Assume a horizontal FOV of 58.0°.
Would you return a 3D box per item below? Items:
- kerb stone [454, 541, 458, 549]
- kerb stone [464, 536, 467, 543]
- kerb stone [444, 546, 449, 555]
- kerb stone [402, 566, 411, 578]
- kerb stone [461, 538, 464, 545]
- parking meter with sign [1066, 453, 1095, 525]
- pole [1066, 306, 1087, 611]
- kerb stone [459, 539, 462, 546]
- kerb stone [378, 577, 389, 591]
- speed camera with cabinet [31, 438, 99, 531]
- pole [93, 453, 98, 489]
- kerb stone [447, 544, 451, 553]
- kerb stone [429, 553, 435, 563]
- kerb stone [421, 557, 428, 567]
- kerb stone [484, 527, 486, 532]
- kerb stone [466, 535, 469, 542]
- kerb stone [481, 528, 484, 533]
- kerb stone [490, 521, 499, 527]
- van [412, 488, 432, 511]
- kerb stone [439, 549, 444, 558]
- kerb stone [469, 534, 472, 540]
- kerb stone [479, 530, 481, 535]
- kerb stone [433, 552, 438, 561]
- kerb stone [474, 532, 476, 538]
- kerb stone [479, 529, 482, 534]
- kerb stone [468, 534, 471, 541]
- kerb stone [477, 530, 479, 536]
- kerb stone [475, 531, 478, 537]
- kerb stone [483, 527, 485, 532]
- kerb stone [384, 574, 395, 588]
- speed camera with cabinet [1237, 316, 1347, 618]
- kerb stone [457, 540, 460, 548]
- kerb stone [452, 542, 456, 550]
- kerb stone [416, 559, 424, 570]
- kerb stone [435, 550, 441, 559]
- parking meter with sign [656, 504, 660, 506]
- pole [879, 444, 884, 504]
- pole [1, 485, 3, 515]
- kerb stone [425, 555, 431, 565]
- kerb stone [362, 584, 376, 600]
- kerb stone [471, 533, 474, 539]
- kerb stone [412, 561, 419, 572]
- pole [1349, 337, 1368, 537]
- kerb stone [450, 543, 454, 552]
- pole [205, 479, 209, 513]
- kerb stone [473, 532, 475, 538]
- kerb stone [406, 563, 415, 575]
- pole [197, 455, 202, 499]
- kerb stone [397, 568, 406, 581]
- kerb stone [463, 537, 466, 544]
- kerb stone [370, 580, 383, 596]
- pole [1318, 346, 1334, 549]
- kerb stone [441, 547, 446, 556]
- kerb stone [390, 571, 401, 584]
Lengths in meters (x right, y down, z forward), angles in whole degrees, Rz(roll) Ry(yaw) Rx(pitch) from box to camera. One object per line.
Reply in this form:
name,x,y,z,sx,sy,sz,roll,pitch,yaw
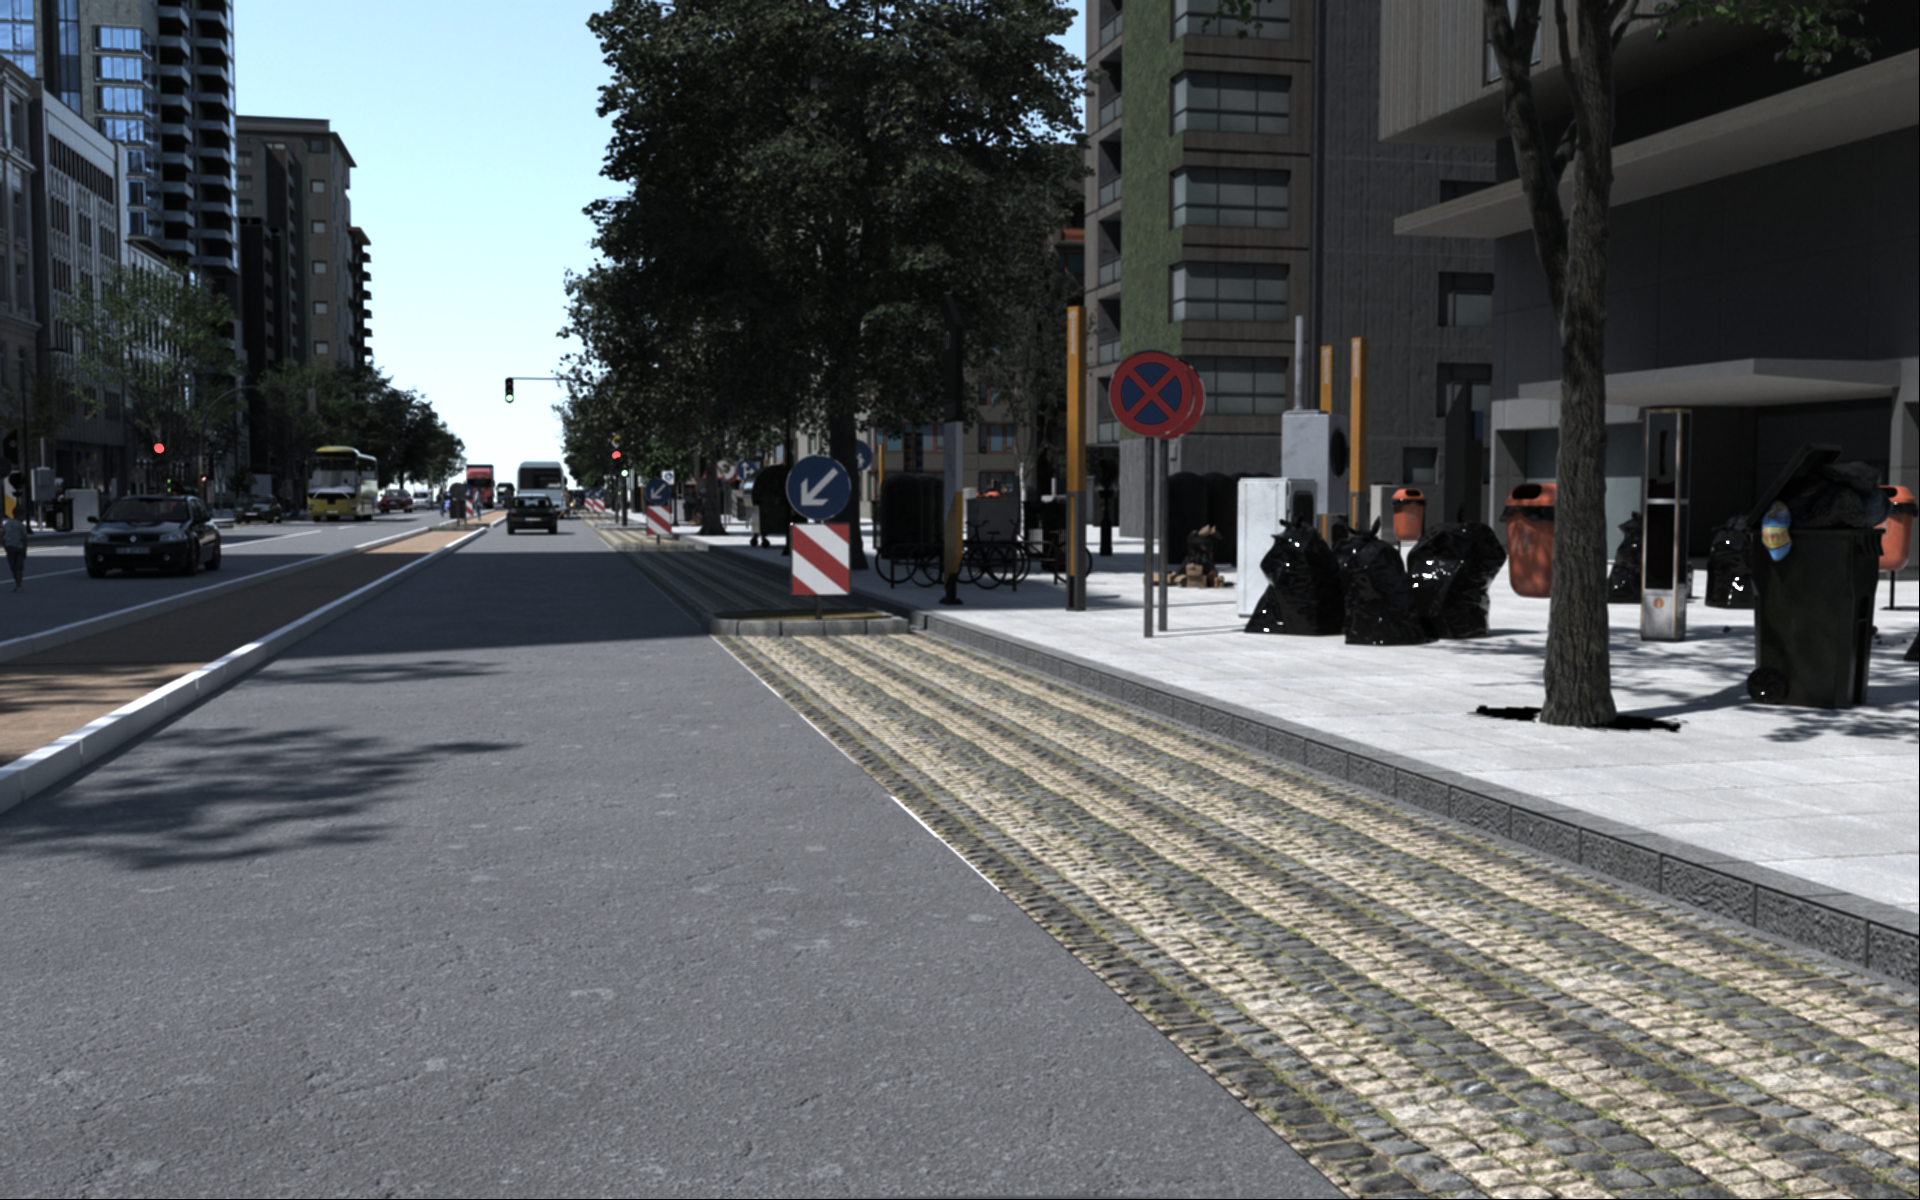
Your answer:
kerb stone,-13.047,-1.362,44.459,0.120,0.150,1.000,-1,4,-13
kerb stone,-14.219,-1.666,49.439,0.120,0.150,1.000,-1,4,-13
kerb stone,-12.095,-1.112,40.481,0.120,0.150,1.000,-1,4,-13
kerb stone,-9.499,-0.443,29.496,0.120,0.150,1.000,-1,4,-13
kerb stone,-13.753,-1.543,47.448,0.120,0.150,1.000,-1,4,-13
parking meter with sign,5.316,-4.681,72.788,1.738,3.016,0.543,0,4,1
pole,1.274,-1.534,18.930,0.158,3.312,0.155,0,3,0
kerb stone,-13.513,-1.484,46.454,0.120,0.150,1.000,-1,4,-13
kerb stone,-8.555,-0.200,25.507,0.120,0.150,1.000,-1,4,-13
speed camera with cabinet,-31.700,-4.098,61.344,2.038,3.252,0.660,-3,4,-36
pole,-42.913,-5.637,86.012,0.158,3.312,0.155,0,3,0
kerb stone,-12.334,-1.179,41.476,0.120,0.150,1.000,-1,4,-13
kerb stone,-10.914,-0.809,35.493,0.120,0.150,1.000,-1,4,-13
kerb stone,-10.444,-0.691,33.493,0.120,0.150,1.000,-1,4,-13
kerb stone,-17.518,-2.520,63.398,0.120,0.150,1.000,-1,4,-13
kerb stone,-14.456,-1.728,50.441,0.120,0.150,1.000,-1,4,-13
kerb stone,-17.042,-2.398,61.406,0.120,0.150,1.000,-1,4,-13
kerb stone,-20.953,-3.402,77.917,0.120,0.150,1.000,-1,4,-13
van,-47.227,-8.864,151.940,2.013,2.044,4.112,-1,4,-12
kerb stone,-11.623,-0.996,38.477,0.120,0.150,1.000,-1,4,-13
kerb stone,-14.927,-1.847,52.438,0.120,0.150,1.000,-1,4,-13
kerb stone,-16.336,-2.215,58.412,0.120,0.150,1.000,-1,4,-13
kerb stone,-11.151,-0.874,36.487,0.120,0.150,1.000,-1,4,-13
kerb stone,-15.646,-2.032,55.419,0.120,0.150,1.000,-1,4,-13
kerb stone,-16.579,-2.276,59.407,0.120,0.150,1.000,-1,4,-13
kerb stone,-14.689,-1.789,51.442,0.120,0.150,1.000,-1,4,-13
kerb stone,-16.102,-2.154,57.415,0.120,0.150,1.000,-1,4,-13
kerb stone,-15.866,-2.093,56.420,0.120,0.150,1.000,-1,4,-13
kerb stone,-17.282,-2.454,62.402,0.120,0.150,1.000,-1,4,-13
kerb stone,-8.791,-0.263,26.502,0.120,0.150,1.000,-1,4,-13
speed camera with cabinet,3.605,-1.486,18.626,0.660,3.252,2.038,2,4,29
kerb stone,-13.279,-1.423,45.456,0.120,0.150,1.000,-1,4,-13
kerb stone,-12.803,-1.301,43.467,0.120,0.150,1.000,-1,4,-13
kerb stone,-10.211,-0.630,32.496,0.120,0.150,1.000,-1,4,-13
kerb stone,-11.387,-0.935,37.483,0.120,0.150,1.000,-1,4,-13
parking meter with sign,-17.548,-6.440,101.553,0.543,3.016,1.738,0,4,3
pole,-3.206,-4.712,70.888,0.158,3.312,0.155,0,3,0
pole,-32.854,-3.995,59.168,0.158,3.312,0.155,0,3,0
kerb stone,-10.679,-0.746,34.489,0.120,0.150,1.000,-1,4,-13
kerb stone,-8.082,-0.081,23.514,0.120,0.150,1.000,-1,4,-13
kerb stone,-15.171,-1.910,53.431,0.120,0.150,1.000,-1,4,-13
kerb stone,-9.981,-0.567,31.488,0.120,0.150,1.000,-1,4,-13
pole,5.216,-1.764,22.690,0.158,3.312,0.155,0,3,0
kerb stone,-12.573,-1.240,42.470,0.120,0.150,1.000,-1,4,-13
pole,-41.137,-6.158,94.519,0.158,3.312,0.155,0,3,0
kerb stone,-15.397,-1.971,54.428,0.120,0.150,1.000,-1,4,-13
kerb stone,-9.739,-0.508,30.493,0.120,0.150,1.000,-1,4,-13
pole,-39.295,-5.851,89.511,0.158,3.312,0.155,0,3,0
kerb stone,-9.262,-0.386,28.501,0.120,0.150,1.000,-1,4,-13
kerb stone,-13.981,-1.603,48.444,0.120,0.150,1.000,-1,4,-13
kerb stone,-8.315,-0.142,24.512,0.120,0.150,1.000,-1,4,-13
pole,5.060,-1.842,23.952,0.158,3.312,0.155,0,3,0
kerb stone,-11.858,-1.053,39.481,0.120,0.150,1.000,-1,4,-13
kerb stone,-9.025,-0.324,27.497,0.120,0.150,1.000,-1,4,-13
